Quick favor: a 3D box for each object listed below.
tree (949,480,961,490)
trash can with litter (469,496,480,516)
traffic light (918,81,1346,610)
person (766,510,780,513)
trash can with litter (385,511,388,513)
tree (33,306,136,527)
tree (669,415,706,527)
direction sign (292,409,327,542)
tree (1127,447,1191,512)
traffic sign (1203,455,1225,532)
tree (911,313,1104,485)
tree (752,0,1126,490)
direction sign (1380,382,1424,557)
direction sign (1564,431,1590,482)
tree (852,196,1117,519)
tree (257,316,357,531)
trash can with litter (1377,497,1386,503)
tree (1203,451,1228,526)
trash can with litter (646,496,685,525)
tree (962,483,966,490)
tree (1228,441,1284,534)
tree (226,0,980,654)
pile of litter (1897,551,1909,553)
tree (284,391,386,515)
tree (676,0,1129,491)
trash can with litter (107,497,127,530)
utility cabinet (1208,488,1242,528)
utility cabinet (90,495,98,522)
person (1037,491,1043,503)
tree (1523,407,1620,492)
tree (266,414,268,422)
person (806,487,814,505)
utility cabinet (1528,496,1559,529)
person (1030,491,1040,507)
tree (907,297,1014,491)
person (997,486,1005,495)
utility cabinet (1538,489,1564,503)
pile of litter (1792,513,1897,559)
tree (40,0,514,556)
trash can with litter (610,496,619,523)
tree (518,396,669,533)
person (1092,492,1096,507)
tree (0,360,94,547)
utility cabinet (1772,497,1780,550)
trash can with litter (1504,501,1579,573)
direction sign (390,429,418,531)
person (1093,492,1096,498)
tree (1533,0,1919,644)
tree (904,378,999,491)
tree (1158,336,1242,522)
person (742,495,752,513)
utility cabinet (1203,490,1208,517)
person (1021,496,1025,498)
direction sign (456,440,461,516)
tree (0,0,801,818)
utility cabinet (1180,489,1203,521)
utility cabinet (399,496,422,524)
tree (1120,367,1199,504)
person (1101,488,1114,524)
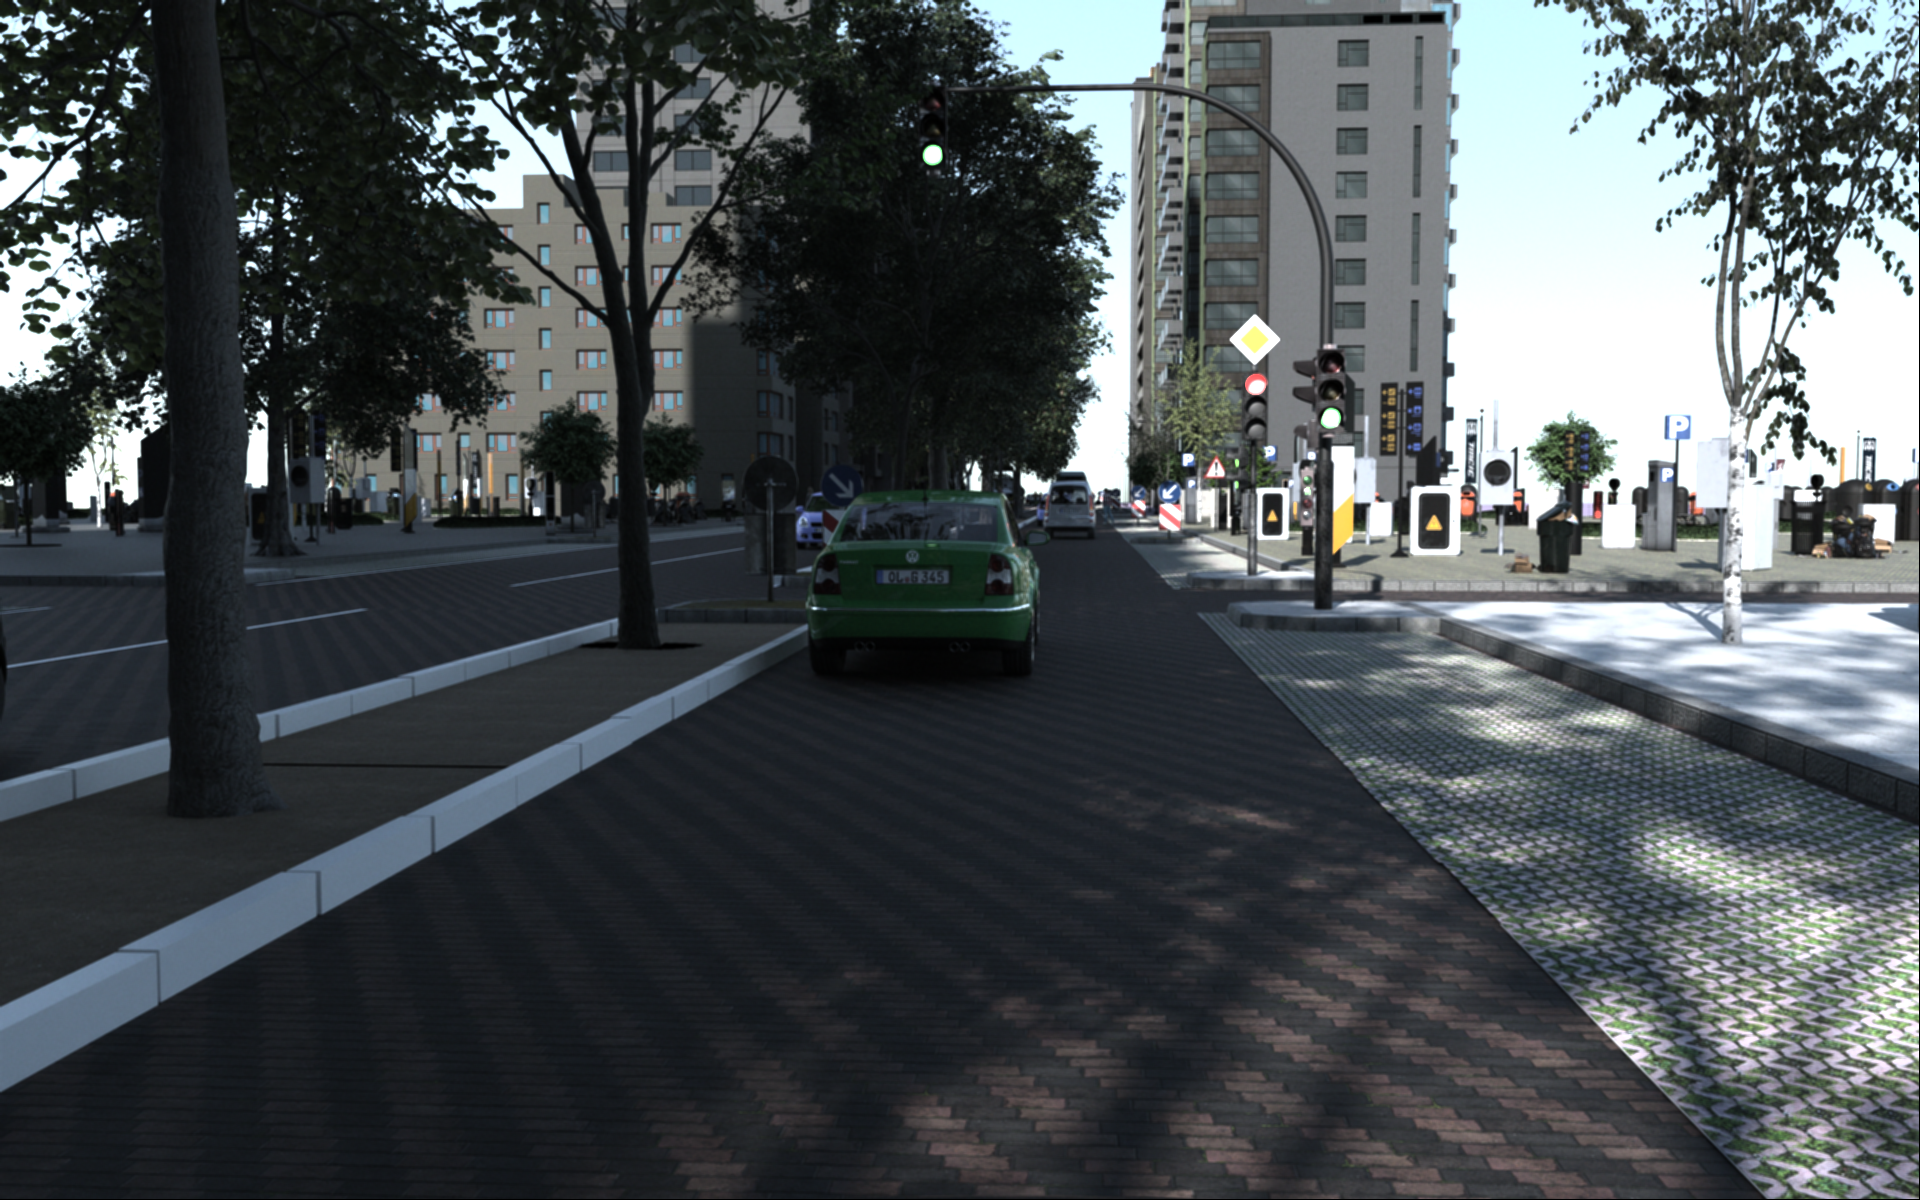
[{"bbox_3d":[-1.316,-13.899,221.851,1.663,3.219,1.824,0,3,0],"label":"tree"},{"bbox_3d":[-23.092,-4.299,81.344,2.233,1.210,1.678,1,4,14],"label":"trash can with litter"},{"bbox_3d":[1.935,-2.726,19.238,4.771,5.953,1.251,0,4,4],"label":"traffic light"},{"bbox_3d":[-5.304,-2.490,49.392,0.537,1.800,0.526,-1,4,-21],"label":"person"},{"bbox_3d":[-31.500,-5.174,95.986,1.055,1.170,0.624,-3,5,-39],"label":"trash can with litter"},{"bbox_3d":[-33.607,-7.140,67.105,4.737,8.622,4.395,0,3,0],"label":"tree"},{"bbox_3d":[-11.695,-5.185,68.482,4.285,4.588,4.351,0,3,0],"label":"tree"},{"bbox_3d":[-17.480,-3.338,46.579,0.876,3.537,0.379,-3,4,-36],"label":"direction sign"},{"bbox_3d":[13.474,-8.486,122.467,4.285,4.588,4.351,0,3,0],"label":"tree"},{"bbox_3d":[8.597,-3.556,58.138,0.884,2.594,0.081,0,4,7],"label":"traffic sign"},{"bbox_3d":[2.035,-10.678,87.406,12.009,13.543,11.850,0,3,0],"label":"tree"},{"bbox_3d":[-0.469,-8.109,41.697,9.857,13.997,8.962,0,3,0],"label":"tree"},{"bbox_3d":[8.948,-2.640,35.157,0.876,3.537,0.379,2,4,34],"label":"direction sign"},{"bbox_3d":[22.012,-4.273,61.861,0.876,3.537,0.379,0,3,0],"label":"direction sign"},{"bbox_3d":[0.991,-8.872,64.517,9.611,12.733,9.660,0,3,0],"label":"tree"},{"bbox_3d":[-22.558,-6.695,59.829,4.737,8.622,4.395,0,3,0],"label":"tree"},{"bbox_3d":[14.874,-2.961,59.800,1.055,1.170,0.624,0,4,7],"label":"trash can with litter"},{"bbox_3d":[10.574,-4.650,70.626,1.663,3.219,1.824,0,3,0],"label":"tree"},{"bbox_3d":[-12.565,-3.743,72.248,2.233,1.210,1.678,-1,4,-16],"label":"trash can with litter"},{"bbox_3d":[0.442,-15.330,245.239,1.663,3.219,1.824,0,3,0],"label":"tree"},{"bbox_3d":[9.734,-3.788,56.531,1.663,3.219,1.824,0,3,0],"label":"tree"},{"bbox_3d":[-3.081,-5.359,15.831,9.928,11.665,9.643,0,3,0],"label":"tree"},{"bbox_3d":[20.023,-1.482,38.192,1.719,0.858,1.176,2,4,33],"label":"pile of litter"},{"bbox_3d":[-26.239,-7.594,74.532,4.360,8.622,3.978,0,3,0],"label":"tree"},{"bbox_3d":[-1.225,-5.790,31.528,8.767,10.594,7.601,0,4,4],"label":"tree"},{"bbox_3d":[-30.174,-3.097,62.023,0.624,1.170,1.055,-2,4,-26],"label":"trash can with litter"},{"bbox_3d":[9.997,-3.440,64.925,1.173,1.500,0.318,3,4,38],"label":"utility cabinet"},{"bbox_3d":[-40.708,-4.297,81.425,0.306,1.237,1.020,-2,4,-24],"label":"utility cabinet"},{"bbox_3d":[9.134,-11.473,196.798,1.217,1.736,0.721,2,4,28],"label":"person"},{"bbox_3d":[23.165,-5.026,65.893,4.285,4.588,4.351,0,3,0],"label":"tree"},{"bbox_3d":[-36.102,-8.811,94.415,4.360,8.622,3.978,0,3,0],"label":"tree"},{"bbox_3d":[-7.534,-4.860,88.137,0.709,1.800,0.728,3,5,40],"label":"person"},{"bbox_3d":[21.398,-3.201,63.506,1.020,1.237,0.306,2,4,30],"label":"utility cabinet"},{"bbox_3d":[8.382,-11.265,192.698,1.348,1.821,0.705,-2,4,-31],"label":"person"},{"bbox_3d":[-0.039,-5.904,49.353,4.360,8.622,3.978,0,3,0],"label":"tree"},{"bbox_3d":[1.929,-4.595,83.638,0.555,1.821,0.388,-1,4,-16],"label":"person"},{"bbox_3d":[25.844,-4.093,75.598,0.318,1.500,1.173,-3,5,-44],"label":"utility cabinet"},{"bbox_3d":[17.745,-1.281,34.902,1.719,0.858,1.176,3,4,38],"label":"pile of litter"},{"bbox_3d":[-14.158,-7.270,35.872,9.611,12.733,9.660,0,3,0],"label":"tree"},{"bbox_3d":[-15.665,-4.014,76.688,2.233,1.210,1.678,-3,5,-40],"label":"trash can with litter"},{"bbox_3d":[-12.873,-4.522,57.656,4.285,4.588,4.351,0,3,0],"label":"tree"},{"bbox_3d":[14.816,-11.231,193.050,0.530,1.710,0.541,-2,4,-29],"label":"person"},{"bbox_3d":[-22.979,-3.604,42.638,4.285,4.588,4.351,0,3,0],"label":"tree"},{"bbox_3d":[18.731,-1.773,40.147,0.306,1.237,1.020,3,4,36],"label":"utility cabinet"},{"bbox_3d":[9.462,-1.028,28.196,1.055,1.170,0.624,0,4,2],"label":"trash can with litter"},{"bbox_3d":[-19.234,-4.157,59.967,0.876,3.537,0.379,-1,4,-19],"label":"direction sign"},{"bbox_3d":[17.410,-13.355,227.376,1.217,1.766,0.721,-3,5,-44],"label":"person"},{"bbox_3d":[6.871,-3.927,14.569,4.360,8.622,3.978,0,3,0],"label":"tree"},{"bbox_3d":[0.207,-6.284,55.556,4.737,8.622,4.395,0,3,0],"label":"tree"},{"bbox_3d":[11.167,-7.948,80.318,4.737,8.622,4.395,0,3,0],"label":"tree"},{"bbox_3d":[-9.270,-4.109,75.492,0.447,1.846,0.655,0,4,-3],"label":"person"},{"bbox_3d":[13.572,-5.351,96.160,1.173,1.500,0.318,3,5,44],"label":"utility cabinet"},{"bbox_3d":[7.971,-12.662,218.706,0.628,1.438,0.799,-3,5,-43],"label":"person"},{"bbox_3d":[-21.162,-4.962,73.121,0.379,3.537,0.876,-2,4,-25],"label":"direction sign"},{"bbox_3d":[-3.270,-5.286,7.004,7.486,12.596,7.792,0,3,0],"label":"tree"},{"bbox_3d":[11.007,-4.546,83.003,0.318,1.500,1.173,-2,4,-33],"label":"utility cabinet"},{"bbox_3d":[-23.582,-3.865,74.359,0.306,1.237,1.020,2,4,31],"label":"utility cabinet"},{"bbox_3d":[11.398,-8.992,97.376,4.360,8.622,3.978,0,3,0],"label":"tree"},{"bbox_3d":[7.040,-4.491,82.760,0.563,1.720,0.643,-3,4,-37],"label":"person"}]
